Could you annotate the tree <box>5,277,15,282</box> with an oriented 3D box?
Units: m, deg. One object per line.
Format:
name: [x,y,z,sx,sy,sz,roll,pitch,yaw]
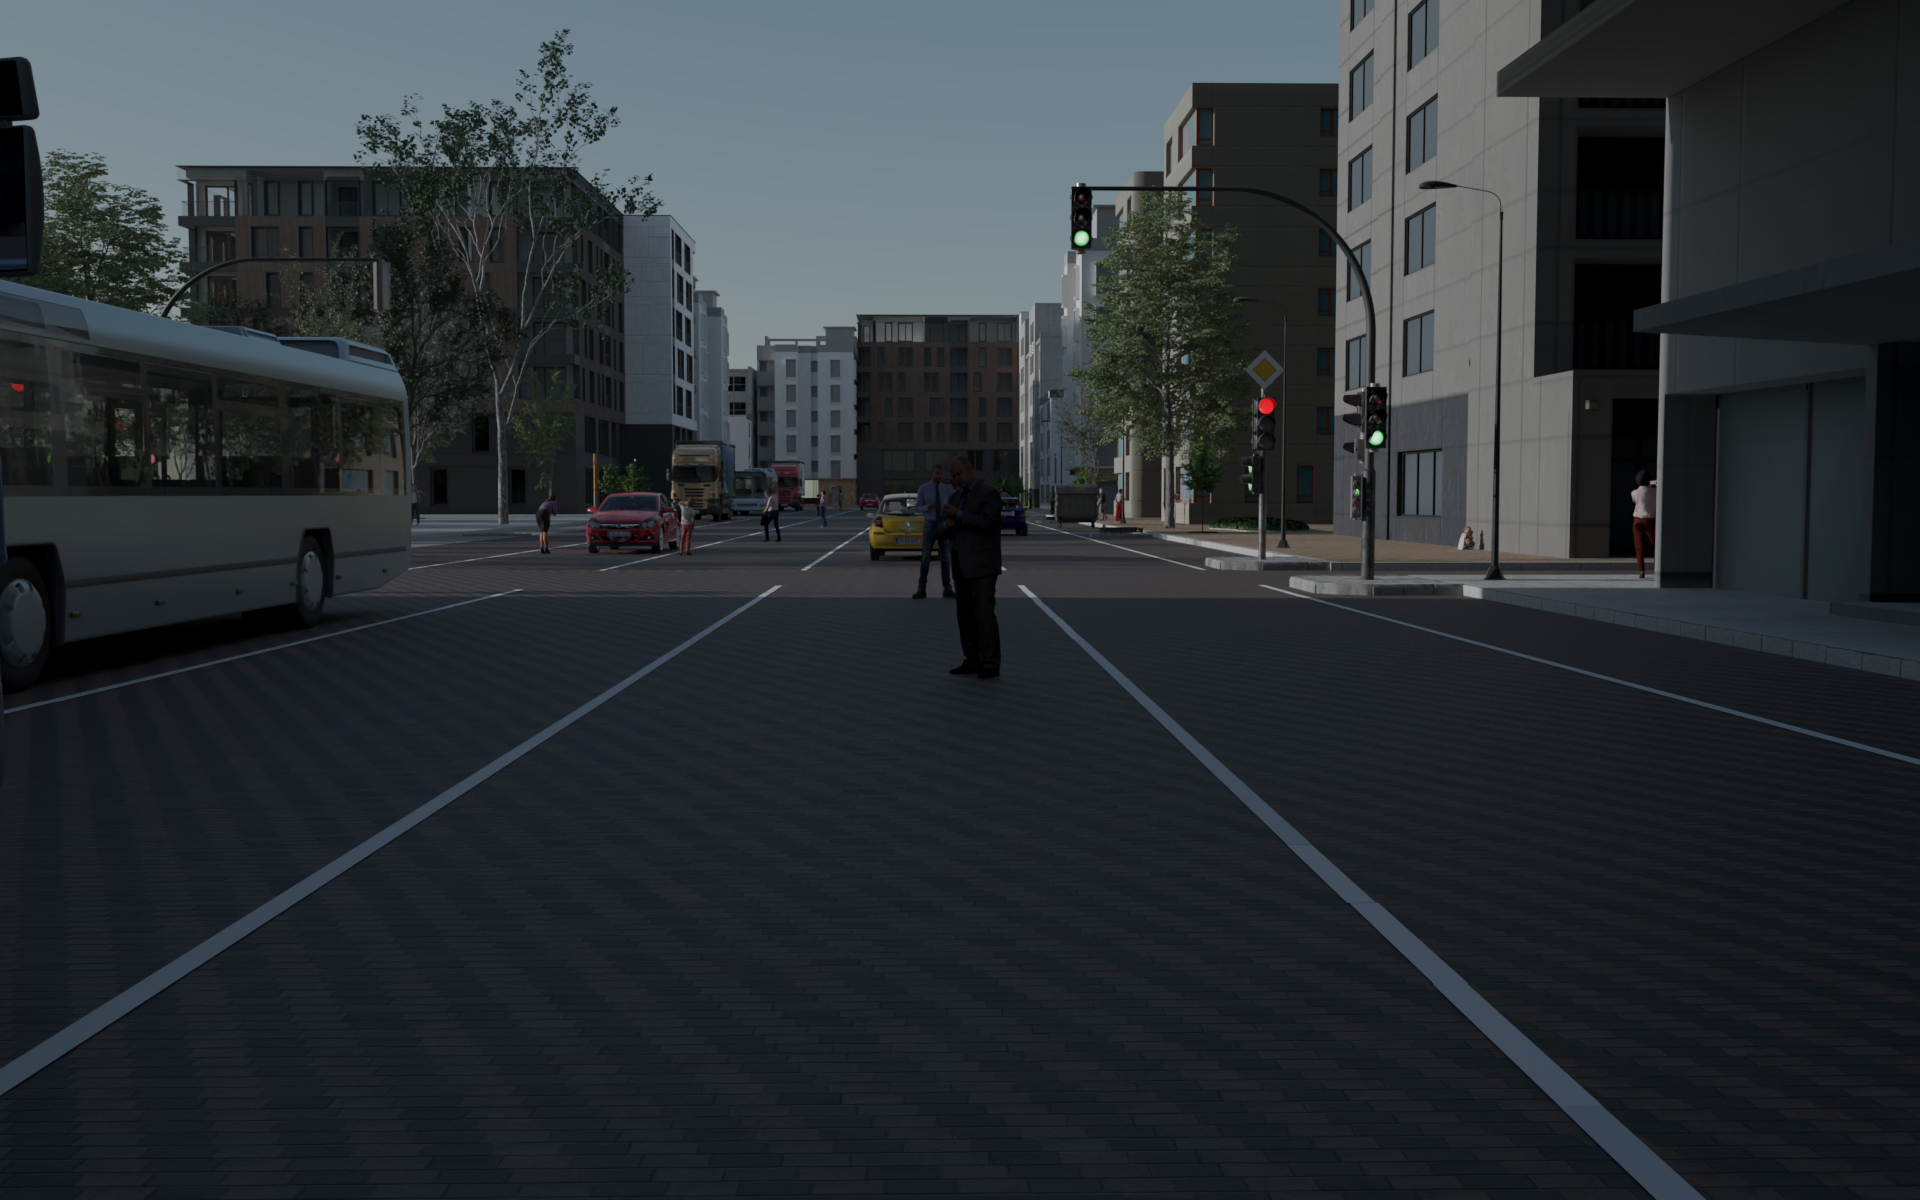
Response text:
tree: [-21.386,-5.212,35.576,4.360,8.622,3.978,0,3,0]

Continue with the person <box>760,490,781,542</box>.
person: [-5.685,-2.522,51.955,0.590,1.554,0.614,1,4,17]

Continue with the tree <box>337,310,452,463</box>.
tree: [-33.140,-11.150,100.431,7.486,12.596,7.792,0,3,0]

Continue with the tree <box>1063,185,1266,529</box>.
tree: [7.553,-8.958,64.598,7.486,12.596,7.792,0,3,0]

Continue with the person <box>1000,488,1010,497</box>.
person: [2.837,-6.311,111.703,1.348,1.823,0.705,0,4,6]

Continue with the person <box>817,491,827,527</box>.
person: [-5.911,-3.926,74.649,0.435,1.587,0.963,0,4,2]

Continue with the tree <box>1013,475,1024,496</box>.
tree: [5.406,-9.923,156.848,1.663,3.219,1.824,0,3,0]

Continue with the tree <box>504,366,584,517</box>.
tree: [-23.608,-9.066,98.586,4.737,8.622,4.395,0,3,0]

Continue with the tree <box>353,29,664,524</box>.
tree: [-18.574,-13.181,71.394,12.611,20.169,13.585,0,3,0]

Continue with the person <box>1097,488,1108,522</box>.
person: [6.657,-4.438,80.816,0.569,1.553,0.471,-3,4,-36]

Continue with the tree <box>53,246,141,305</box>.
tree: [-43.212,-10.736,82.184,9.857,13.997,8.962,0,3,0]

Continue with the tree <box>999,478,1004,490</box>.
tree: [4.689,-11.211,177.898,1.663,3.219,1.824,0,3,0]

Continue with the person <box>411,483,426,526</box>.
person: [-22.039,-3.870,70.048,0.841,1.734,0.376,0,4,6]

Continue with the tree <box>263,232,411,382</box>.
tree: [-17.979,-6.058,49.419,4.360,8.622,3.978,0,3,0]

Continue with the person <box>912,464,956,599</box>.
person: [-0.295,-0.937,23.685,0.709,1.838,0.599,-1,4,-17]

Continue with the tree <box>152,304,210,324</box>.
tree: [-29.970,-7.103,66.491,4.360,8.622,3.978,0,3,0]

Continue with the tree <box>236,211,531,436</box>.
tree: [-18.906,-7.546,57.786,8.767,10.594,7.601,-2,4,-27]

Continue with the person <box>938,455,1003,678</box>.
person: [0.067,-0.274,13.668,0.565,1.739,0.600,1,4,20]

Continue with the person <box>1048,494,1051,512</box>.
person: [6.778,-7.345,126.923,1.217,1.735,0.721,2,4,24]

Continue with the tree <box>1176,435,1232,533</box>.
tree: [7.977,-3.826,57.151,1.663,3.219,1.824,0,3,0]

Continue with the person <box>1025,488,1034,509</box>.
person: [6.083,-8.832,150.425,0.705,1.826,1.348,-2,4,-28]

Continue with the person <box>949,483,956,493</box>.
person: [-0.366,-3.018,57.995,0.875,1.805,0.789,2,4,30]

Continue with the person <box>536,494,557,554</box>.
person: [-9.881,-1.818,41.461,0.421,1.427,0.697,1,4,20]

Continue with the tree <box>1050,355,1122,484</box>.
tree: [6.820,-8.575,90.560,4.360,8.622,3.978,0,3,0]

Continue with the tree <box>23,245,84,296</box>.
tree: [-37.684,-9.245,68.163,9.611,12.733,9.660,0,3,0]

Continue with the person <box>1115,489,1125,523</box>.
person: [7.184,-4.238,77.798,0.523,1.526,0.387,3,5,44]

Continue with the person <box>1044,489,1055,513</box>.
person: [6.317,-6.776,117.550,1.217,1.735,0.721,0,4,6]

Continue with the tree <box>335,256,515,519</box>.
tree: [-27.862,-10.887,88.376,12.009,13.543,11.850,0,3,0]

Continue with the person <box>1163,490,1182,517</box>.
person: [9.170,-4.007,74.741,0.799,1.438,0.628,0,4,3]

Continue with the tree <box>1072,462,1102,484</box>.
tree: [7.430,-6.647,103.287,1.663,3.219,1.824,0,3,0]

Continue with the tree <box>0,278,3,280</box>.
tree: [-26.633,-5.843,45.889,4.737,8.622,4.395,0,3,0]

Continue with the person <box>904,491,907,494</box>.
person: [-6.030,-11.131,190.501,0.705,1.823,1.348,-2,4,-27]

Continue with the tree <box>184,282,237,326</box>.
tree: [-32.440,-8.734,77.209,8.767,10.594,7.601,0,4,4]

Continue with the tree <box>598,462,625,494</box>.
tree: [-19.288,-6.159,95.304,1.663,3.219,1.824,0,3,0]

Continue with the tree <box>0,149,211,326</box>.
tree: [-29.097,-8.555,58.004,7.486,12.596,7.792,0,3,0]

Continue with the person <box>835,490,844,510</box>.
person: [-10.793,-9.014,155.888,0.705,1.824,1.348,2,4,33]

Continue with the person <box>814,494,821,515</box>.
person: [-9.548,-6.410,116.556,0.557,1.426,1.065,1,4,13]

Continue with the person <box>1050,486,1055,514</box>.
person: [5.933,-6.414,111.010,0.705,1.812,1.348,0,4,0]

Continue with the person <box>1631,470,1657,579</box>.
person: [10.464,-1.152,26.345,0.566,1.644,0.517,-1,4,-16]

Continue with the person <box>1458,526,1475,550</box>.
person: [11.655,-1.426,39.827,0.357,0.543,0.381,0,4,-3]

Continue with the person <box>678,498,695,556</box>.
person: [-6.389,-1.715,40.445,0.435,1.345,0.340,0,4,-1]
